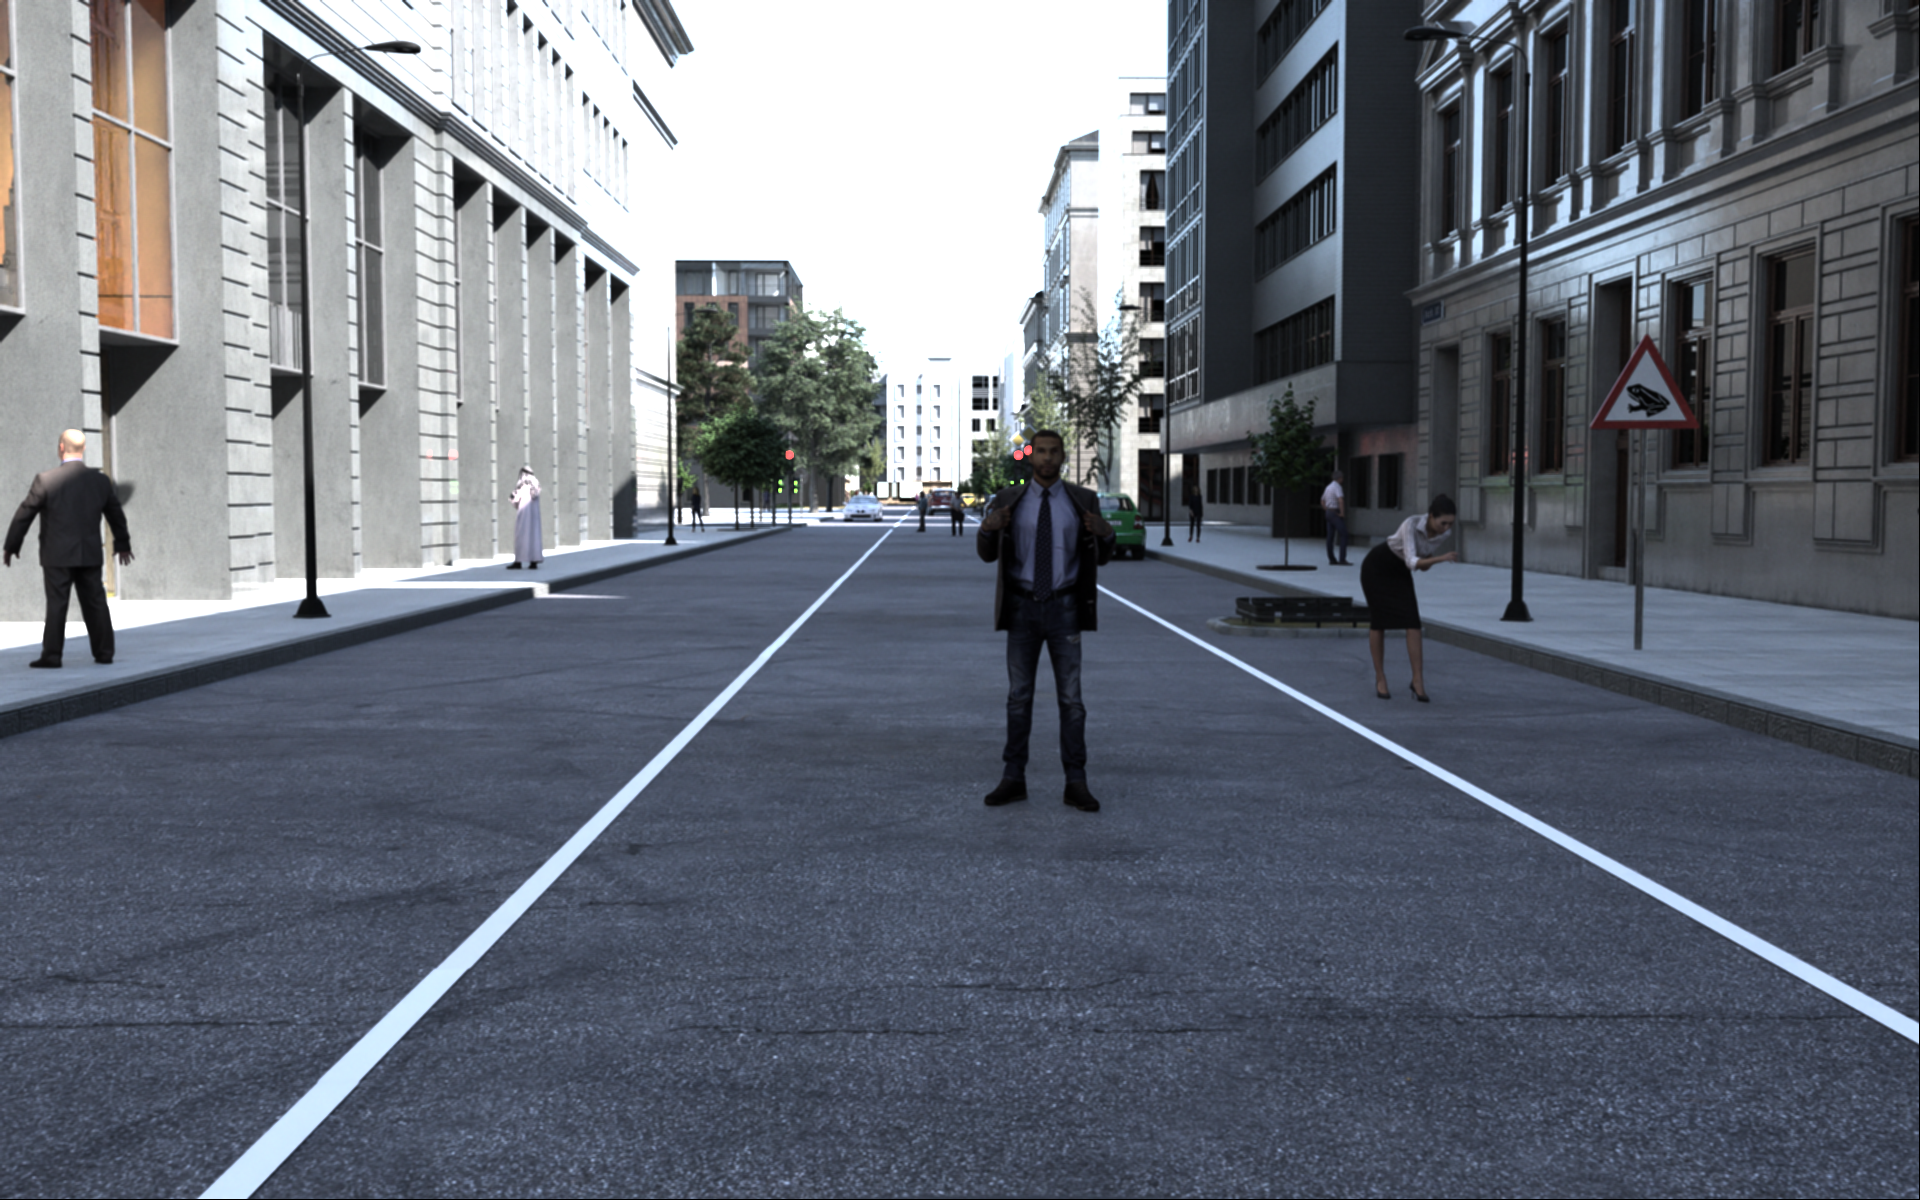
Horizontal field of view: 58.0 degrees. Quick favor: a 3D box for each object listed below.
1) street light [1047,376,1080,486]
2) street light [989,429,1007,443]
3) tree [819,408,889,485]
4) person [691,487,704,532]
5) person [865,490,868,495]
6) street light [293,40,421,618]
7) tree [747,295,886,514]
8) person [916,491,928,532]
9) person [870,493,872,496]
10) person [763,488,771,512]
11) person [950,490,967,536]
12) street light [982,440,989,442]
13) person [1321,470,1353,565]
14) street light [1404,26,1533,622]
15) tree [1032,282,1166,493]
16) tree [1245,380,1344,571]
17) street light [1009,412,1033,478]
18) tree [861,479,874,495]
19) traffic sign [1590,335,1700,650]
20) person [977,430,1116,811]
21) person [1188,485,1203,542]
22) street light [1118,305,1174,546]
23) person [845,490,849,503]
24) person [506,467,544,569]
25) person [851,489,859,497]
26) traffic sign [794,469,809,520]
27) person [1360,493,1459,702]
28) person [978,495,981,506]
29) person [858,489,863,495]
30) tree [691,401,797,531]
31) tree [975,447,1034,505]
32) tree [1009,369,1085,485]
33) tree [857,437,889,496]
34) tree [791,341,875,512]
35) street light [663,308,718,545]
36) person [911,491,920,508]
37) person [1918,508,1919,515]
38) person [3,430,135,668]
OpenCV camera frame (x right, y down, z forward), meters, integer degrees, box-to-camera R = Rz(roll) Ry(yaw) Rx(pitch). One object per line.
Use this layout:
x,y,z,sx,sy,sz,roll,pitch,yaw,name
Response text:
4.115,-5.840,68.022,1.470,5.913,1.316,0,4,-1,street light
3.044,-9.299,124.582,1.470,5.913,1.316,0,4,-1,street light
-9.943,-12.269,135.006,7.601,10.594,8.767,3,4,36,tree
-8.913,-3.075,58.869,0.613,1.512,0.480,2,4,27,person
-11.052,-11.932,201.667,0.750,1.759,0.617,3,5,42,person
-6.212,-2.773,17.875,1.470,5.913,1.316,0,4,-1,street light
-9.403,-12.572,112.208,9.857,13.997,8.962,0,3,0,tree
-1.424,-3.340,65.314,0.429,1.552,0.499,0,4,5,person
-11.528,-13.424,226.466,0.436,1.711,0.756,2,4,29,person
-13.943,-7.229,125.164,0.541,1.710,0.530,2,4,32,person
-0.050,-2.966,59.202,0.614,1.554,0.590,-1,4,-10,person
2.586,-10.863,150.149,1.470,5.913,1.316,0,4,-1,street light
6.839,-1.491,31.357,0.436,1.711,0.756,0,4,-8,person
5.109,-2.744,17.398,1.470,5.913,1.316,0,4,-1,street light
4.844,-6.675,59.504,4.360,8.622,3.978,0,3,0,tree
5.691,-2.130,29.425,1.663,3.219,1.824,0,3,0,tree
3.590,-7.712,98.634,1.470,5.913,1.316,0,4,-1,street light
-10.920,-12.807,203.997,1.663,3.219,1.824,0,3,0,tree
5.602,-0.870,14.234,0.884,2.594,0.081,0,4,2,traffic sign
0.386,0.088,7.889,0.655,1.722,0.431,1,4,11,person
6.253,-2.301,46.205,0.480,1.512,0.613,-2,4,-29,person
4.597,-4.295,42.759,1.470,5.913,1.316,0,4,-1,street light
-10.294,-9.176,157.546,0.415,1.643,0.593,-1,4,-22,person
-7.429,-1.405,29.684,0.621,1.740,0.551,1,4,17,person
-10.284,-10.238,173.394,1.348,1.831,0.705,0,4,6,person
-7.918,-5.279,86.417,0.768,2.556,0.104,0,4,5,traffic sign
3.129,-0.016,11.958,0.799,1.438,0.628,2,4,33,person
2.164,-11.425,192.981,0.705,1.807,1.348,0,4,5,person
-9.497,-9.777,165.971,0.705,1.814,1.350,2,4,27,person
-7.898,-5.000,65.462,4.285,4.588,4.351,0,3,0,tree
4.017,-8.077,115.766,4.285,4.588,4.351,0,3,0,tree
5.263,-9.261,101.777,4.737,8.622,4.395,0,3,0,tree
-10.886,-16.289,216.687,4.737,8.622,4.395,0,3,0,tree
-9.294,-12.344,123.878,6.751,12.117,7.091,0,3,0,tree
-6.744,-4.337,43.449,1.470,5.913,1.316,0,4,-1,street light
-4.329,-10.065,173.742,1.217,1.739,0.721,0,4,1,person
6.866,-0.233,11.720,0.662,1.594,0.647,1,4,15,person
-6.675,-0.388,12.947,0.434,1.755,0.990,3,4,38,person
